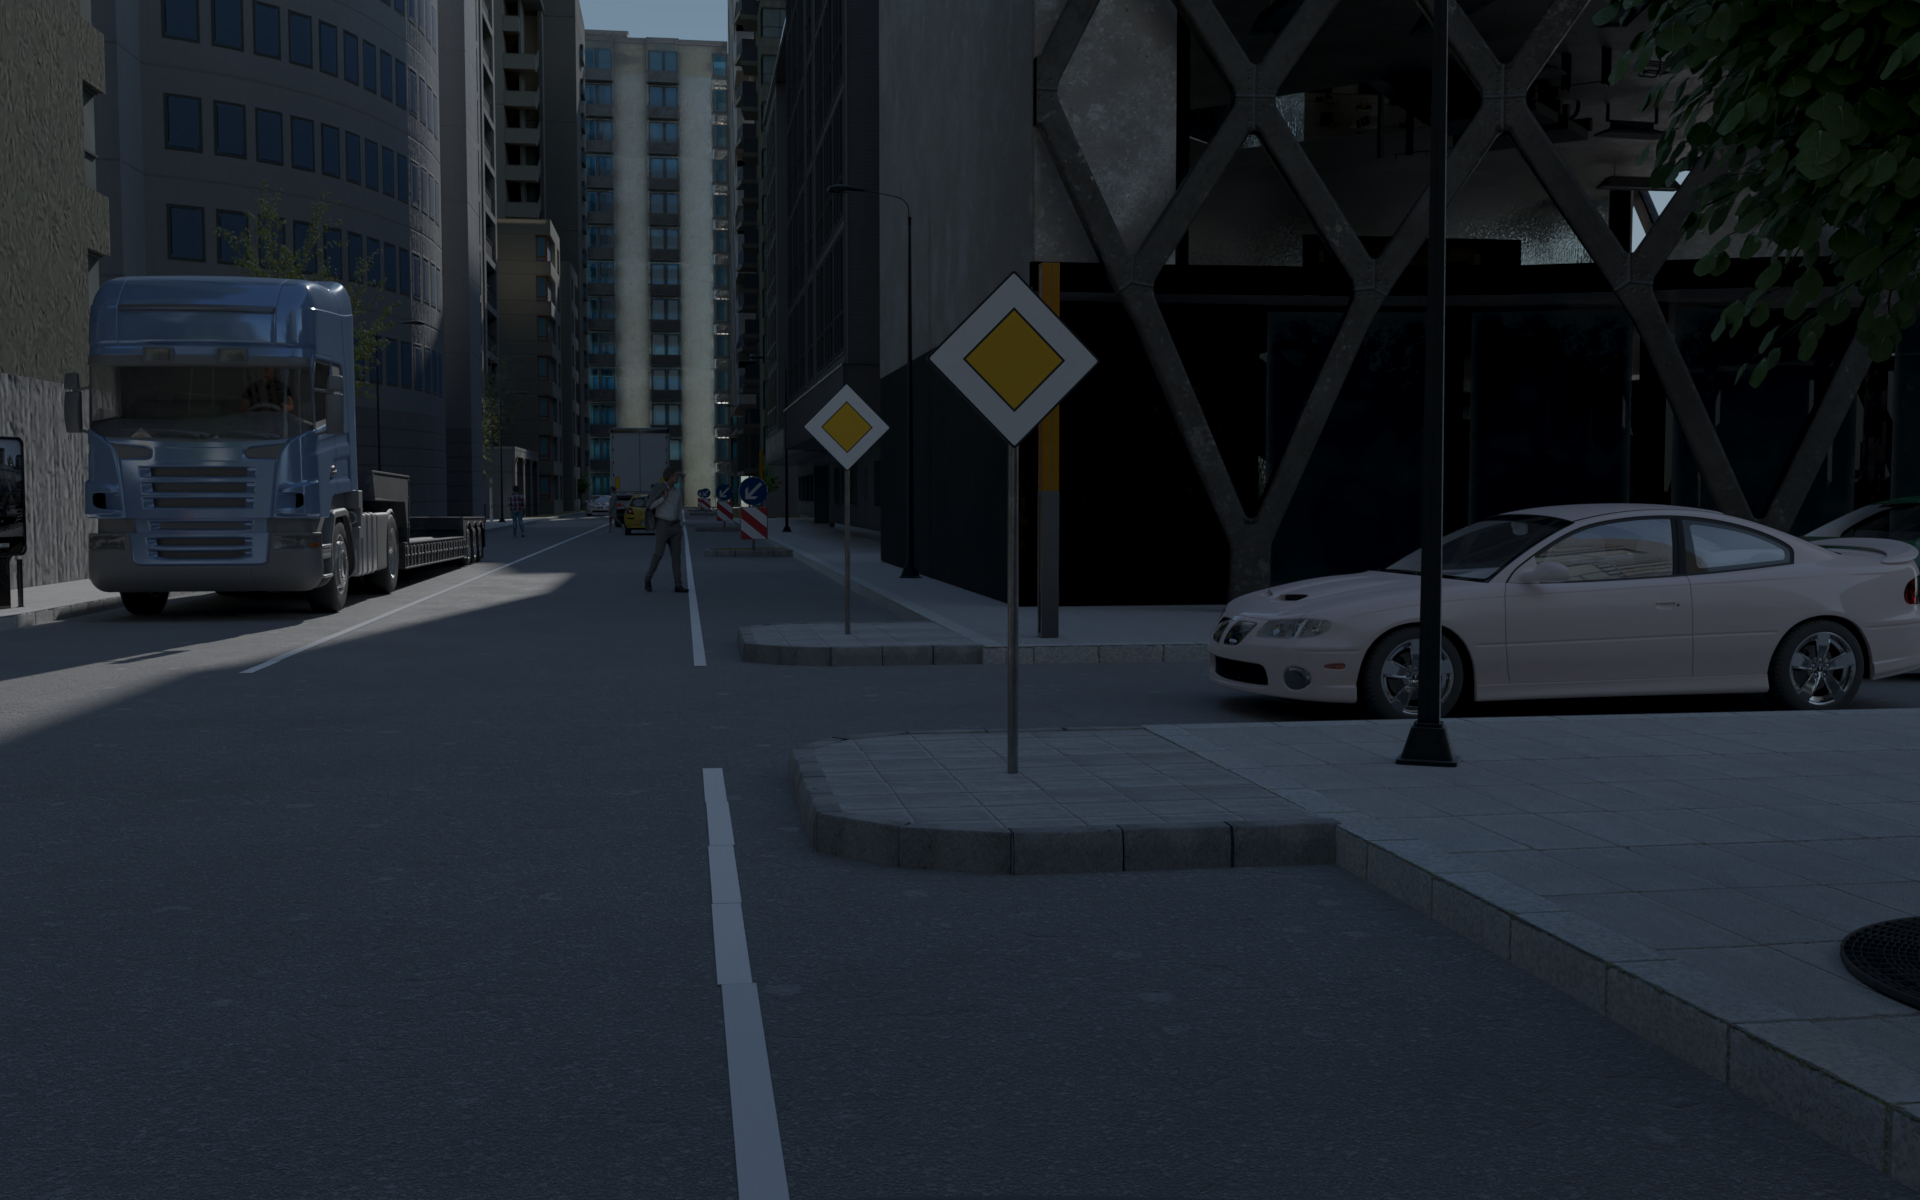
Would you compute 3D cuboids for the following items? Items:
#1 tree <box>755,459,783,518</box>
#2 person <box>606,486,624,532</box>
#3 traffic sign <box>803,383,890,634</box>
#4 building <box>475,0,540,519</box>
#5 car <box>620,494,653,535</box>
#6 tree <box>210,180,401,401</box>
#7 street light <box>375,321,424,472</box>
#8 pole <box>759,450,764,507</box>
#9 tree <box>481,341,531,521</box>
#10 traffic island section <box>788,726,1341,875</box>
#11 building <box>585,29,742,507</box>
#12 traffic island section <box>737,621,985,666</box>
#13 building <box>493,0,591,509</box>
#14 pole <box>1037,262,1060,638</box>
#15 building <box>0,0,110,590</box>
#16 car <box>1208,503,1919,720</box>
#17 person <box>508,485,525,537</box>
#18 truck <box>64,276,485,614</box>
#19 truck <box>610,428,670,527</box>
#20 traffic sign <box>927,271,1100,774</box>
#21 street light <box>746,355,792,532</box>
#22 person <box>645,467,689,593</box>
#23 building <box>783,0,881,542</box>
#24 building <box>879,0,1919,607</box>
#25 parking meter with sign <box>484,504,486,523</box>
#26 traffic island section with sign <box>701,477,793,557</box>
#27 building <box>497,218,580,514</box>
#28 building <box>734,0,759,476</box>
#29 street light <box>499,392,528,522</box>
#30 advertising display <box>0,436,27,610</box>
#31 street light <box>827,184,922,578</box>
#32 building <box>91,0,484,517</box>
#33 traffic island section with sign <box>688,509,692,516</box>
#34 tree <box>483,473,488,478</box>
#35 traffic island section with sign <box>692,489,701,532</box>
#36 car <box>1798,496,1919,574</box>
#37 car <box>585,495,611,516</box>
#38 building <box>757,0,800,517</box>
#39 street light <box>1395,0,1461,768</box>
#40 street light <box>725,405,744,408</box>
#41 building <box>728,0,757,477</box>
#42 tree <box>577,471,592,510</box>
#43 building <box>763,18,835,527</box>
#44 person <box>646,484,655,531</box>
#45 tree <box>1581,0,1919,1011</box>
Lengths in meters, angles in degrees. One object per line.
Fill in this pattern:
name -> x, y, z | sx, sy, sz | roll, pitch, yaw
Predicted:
tree -> -10.420, -6.033, 93.240 | 1.663, 3.219, 1.824 | 0, 3, 0
person -> -12.984, -3.412, 65.040 | 0.466, 1.731, 0.760 | 3, 5, 42
traffic sign -> -1.030, -0.743, 15.784 | 0.795, 2.450, 0.064 | -1, 4, -9
building -> -34.565, -40.202, 95.557 | 20.563, 71.187, 20.611 | -1, 4, -9
car -> -11.093, -3.151, 61.745 | 2.015, 1.641, 3.980 | -1, 4, -10
tree -> -15.838, -5.584, 41.658 | 4.737, 8.622, 4.395 | 0, 3, 0
street light -> -15.026, -4.518, 46.410 | 1.470, 5.913, 1.316 | -1, 4, -9
pole -> -9.159, -5.270, 80.007 | 0.158, 3.312, 0.155 | 0, 3, 0
tree -> -22.612, -8.080, 82.475 | 4.360, 8.622, 3.978 | 0, 3, 0
traffic island section -> 0.262, 0.875, 7.981 | 2.009, 0.180, 2.903 | -1, 4, -9
building -> -37.482, -34.375, 181.642 | 30.456, 49.044, 23.786 | -1, 4, -9
traffic island section -> -1.008, 0.392, 15.865 | 2.009, 0.180, 2.903 | -1, 4, -9
building -> -43.869, -32.279, 151.456 | 21.600, 48.544, 21.300 | -1, 4, -9
pole -> 0.788, -1.319, 15.406 | 0.158, 3.312, 0.155 | 0, 3, 0
building -> -19.251, -15.115, 18.834 | 14.160, 30.474, 14.107 | -1, 4, -9
car -> 4.072, 0.037, 11.761 | 4.827, 1.381, 2.083 | -1, 4, -11
person -> -14.728, -2.949, 57.560 | 0.563, 1.720, 0.643 | -1, 4, -18
truck -> -9.830, -2.316, 27.618 | 2.967, 4.110, 18.799 | -1, 4, -9
truck -> -14.433, -5.497, 78.782 | 2.839, 4.237, 11.283 | -1, 4, -9
traffic sign -> 0.240, -0.260, 7.901 | 0.795, 2.450, 0.064 | -1, 4, -9
street light -> -6.379, -5.240, 58.215 | 1.470, 5.913, 1.316 | -1, 4, -9
person -> -4.314, -1.020, 25.280 | 0.850, 1.850, 0.679 | 3, 4, 38
building -> 2.758, -15.621, 48.918 | 14.314, 27.812, 24.014 | -1, 4, -9
building -> 8.069, -9.666, 25.494 | 16.811, 18.784, 16.820 | -1, 4, -9
parking meter with sign -> -22.064, -5.021, 78.357 | 1.738, 3.016, 0.543 | 3, 5, 42
traffic island section with sign -> -4.925, -1.929, 40.160 | 1.989, 1.847, 2.006 | -1, 4, -9
building -> -41.672, -16.894, 121.253 | 27.650, 21.520, 28.899 | -1, 4, -9
building -> -4.763, -28.723, 124.251 | 22.147, 44.769, 28.867 | -1, 4, -9
street light -> -20.248, -6.482, 78.525 | 1.470, 5.913, 1.316 | -1, 4, -9
advertising display -> -10.704, -0.854, 19.181 | 0.123, 1.923, 0.974 | 0, 4, 6
street light -> -1.297, -3.285, 26.244 | 1.470, 5.913, 1.316 | -1, 4, -9
building -> -28.556, -31.503, 57.066 | 21.231, 58.520, 28.212 | -1, 4, -9
traffic island section with sign -> -17.192, -6.587, 116.330 | 1.989, 1.847, 2.006 | -1, 4, -9
tree -> -21.570, -4.941, 75.383 | 1.663, 3.219, 1.824 | 0, 3, 0
traffic island section with sign -> -9.204, -3.556, 66.775 | 1.989, 1.847, 2.006 | -1, 4, -9
car -> 8.821, -0.151, 14.264 | 4.920, 1.459, 2.131 | -1, 4, -11
car -> -23.884, -6.294, 115.264 | 2.083, 1.381, 4.827 | -1, 4, -10
building -> -4.961, -20.248, 102.749 | 14.160, 30.474, 14.107 | -1, 4, -9
street light -> 1.707, -2.171, 8.034 | 1.470, 5.913, 1.316 | -1, 4, -9
street light -> -11.516, -7.195, 90.177 | 1.470, 5.913, 1.316 | -1, 4, -9
building -> -6.538, -34.493, 153.194 | 28.713, 52.752, 27.495 | -1, 4, -9
tree -> -30.839, -8.937, 140.726 | 1.663, 3.219, 1.824 | 0, 3, 0
building -> -0.748, -15.708, 75.894 | 14.314, 24.678, 30.058 | -1, 4, -9
person -> -11.904, -3.563, 66.769 | 0.660, 1.820, 0.620 | 0, 4, 3
tree -> 3.139, -1.264, 4.380 | 4.285, 4.588, 4.351 | 0, 3, 0
